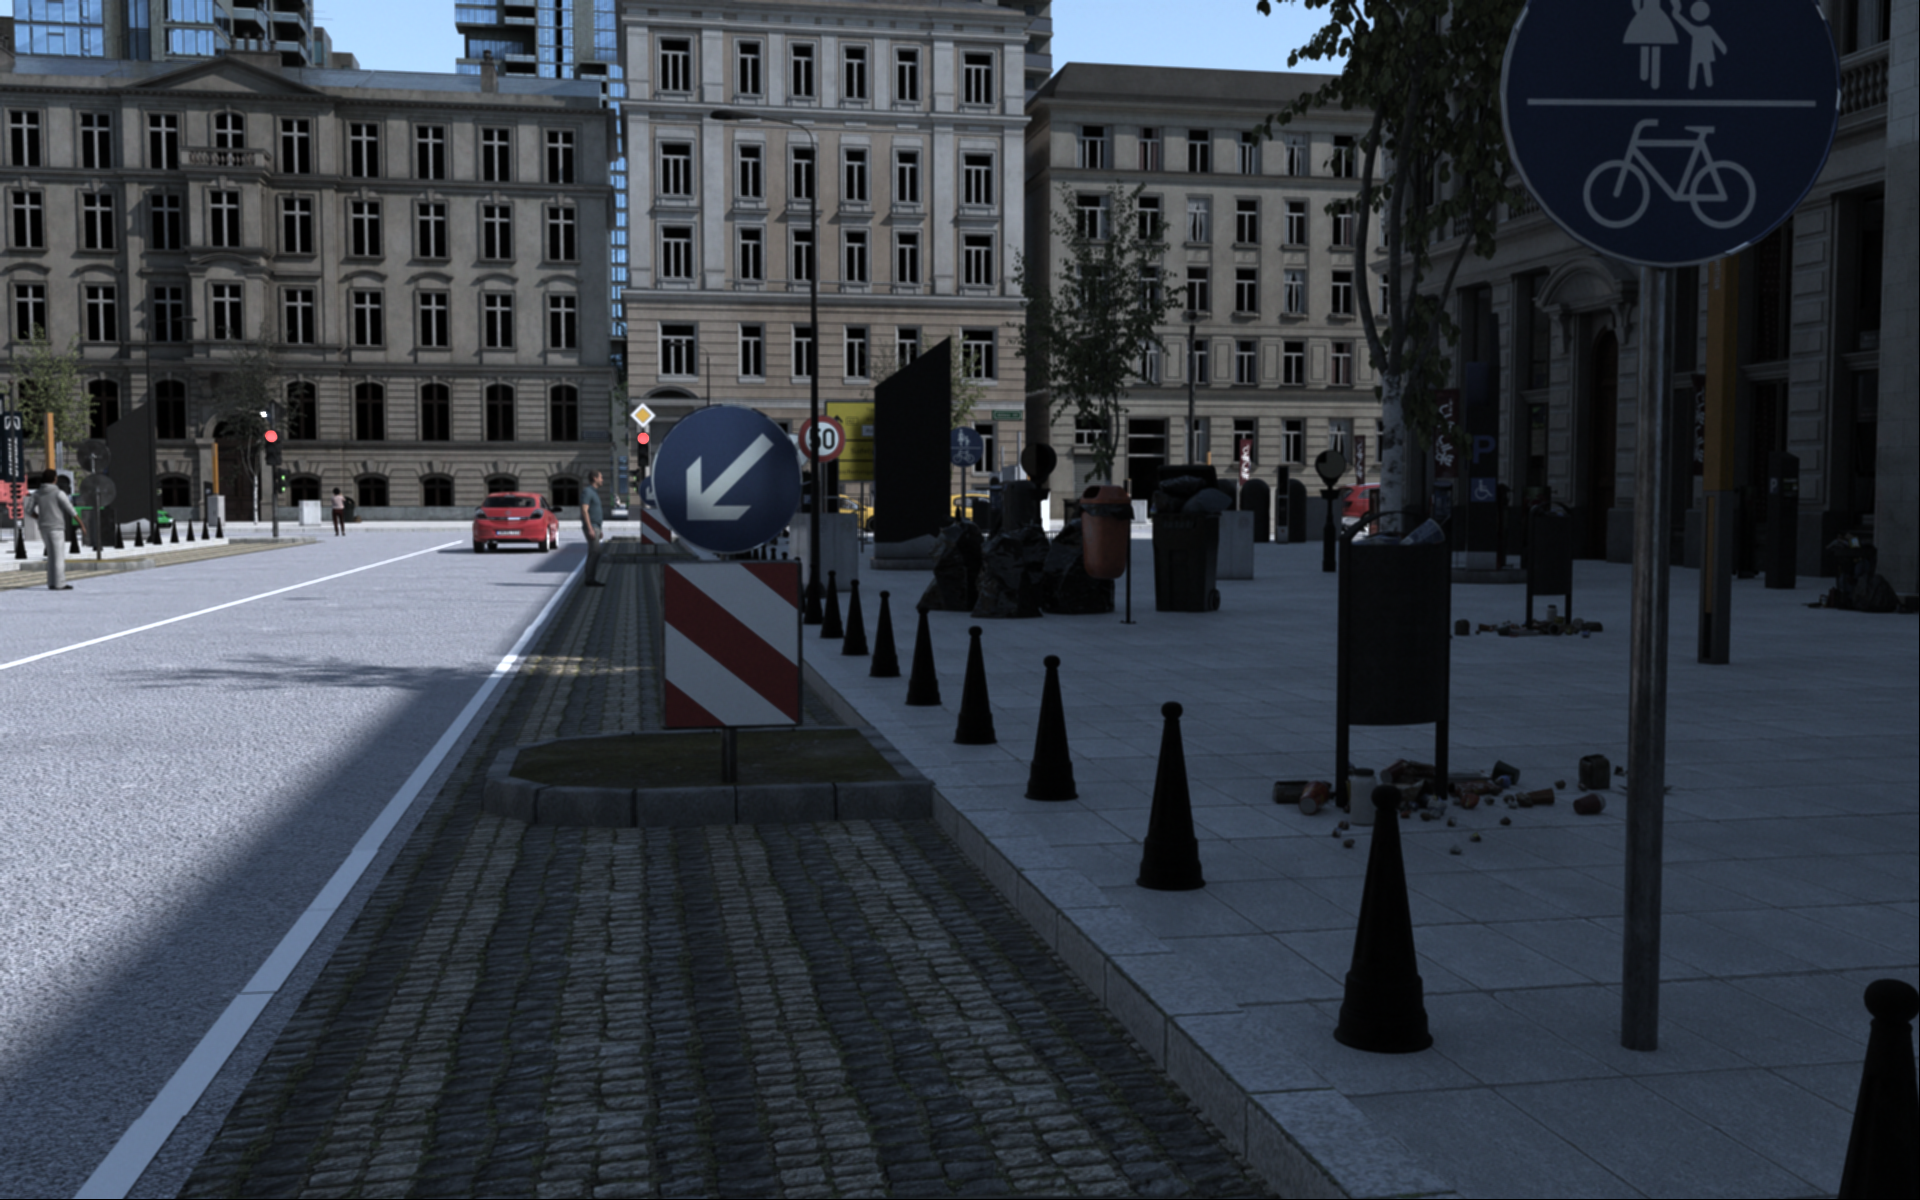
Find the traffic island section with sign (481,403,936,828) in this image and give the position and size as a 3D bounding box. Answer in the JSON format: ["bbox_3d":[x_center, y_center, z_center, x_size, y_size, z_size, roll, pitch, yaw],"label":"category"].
[{"bbox_3d":[-1.261,0.016,8.361,1.989,1.847,2.006,-1,4,-11],"label":"traffic island section with sign"}]

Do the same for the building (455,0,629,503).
[{"bbox_3d":[-58.321,-57.019,244.924,31.000,86.520,22.319,-1,4,-11],"label":"building"}]

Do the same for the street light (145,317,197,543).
[{"bbox_3d":[-20.664,-4.456,45.392,1.470,5.913,1.316,-1,4,-11],"label":"street light"}]

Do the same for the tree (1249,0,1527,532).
[{"bbox_3d":[2.977,-3.698,10.828,4.737,8.622,4.395,0,3,0],"label":"tree"}]

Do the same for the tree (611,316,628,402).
[{"bbox_3d":[-32.897,-19.775,179.213,12.611,20.169,13.585,0,3,0],"label":"tree"}]

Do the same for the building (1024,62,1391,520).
[{"bbox_3d":[17.105,-16.070,96.029,30.059,22.955,16.112,-1,4,-11],"label":"building"}]

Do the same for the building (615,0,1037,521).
[{"bbox_3d":[-7.375,-18.558,89.329,20.117,28.700,13.634,-1,4,-11],"label":"building"}]

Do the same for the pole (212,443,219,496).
[{"bbox_3d":[-29.898,-4.631,69.564,0.158,3.312,0.155,0,3,0],"label":"pole"}]

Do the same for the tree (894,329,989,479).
[{"bbox_3d":[-0.736,-7.722,76.611,4.737,8.622,4.395,0,3,0],"label":"tree"}]

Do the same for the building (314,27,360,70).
[{"bbox_3d":[-76.017,-34.057,176.447,30.456,49.044,23.786,-1,4,-11],"label":"building"}]

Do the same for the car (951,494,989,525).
[{"bbox_3d":[0.880,-3.244,63.268,3.980,1.641,2.015,-1,4,-11],"label":"car"}]

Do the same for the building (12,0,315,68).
[{"bbox_3d":[-66.078,-50.920,145.212,22.319,86.520,31.000,-1,4,-11],"label":"building"}]

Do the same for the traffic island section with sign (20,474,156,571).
[{"bbox_3d":[-16.547,-1.492,33.026,1.989,1.847,2.006,-1,4,-11],"label":"traffic island section with sign"}]

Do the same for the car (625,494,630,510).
[{"bbox_3d":[-28.210,-8.699,151.022,1.959,1.807,4.718,-1,4,-10],"label":"car"}]

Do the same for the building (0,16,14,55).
[{"bbox_3d":[-101.804,-33.582,172.766,21.600,48.544,21.300,-1,4,-11],"label":"building"}]

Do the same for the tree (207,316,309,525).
[{"bbox_3d":[-29.405,-7.454,72.241,4.360,8.622,3.978,0,3,0],"label":"tree"}]

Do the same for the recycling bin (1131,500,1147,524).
[{"bbox_3d":[7.731,-3.833,75.230,0.722,1.027,0.722,0,4,1],"label":"recycling bin"}]

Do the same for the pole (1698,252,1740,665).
[{"bbox_3d":[5.706,-1.173,13.017,0.158,3.312,0.155,0,3,0],"label":"pole"}]

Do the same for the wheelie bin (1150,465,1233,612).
[{"bbox_3d":[2.501,-0.678,18.988,0.980,1.594,0.693,2,4,24],"label":"wheelie bin"}]

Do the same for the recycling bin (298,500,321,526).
[{"bbox_3d":[-26.047,-3.475,69.377,0.722,1.027,0.722,-2,4,-32],"label":"recycling bin"}]

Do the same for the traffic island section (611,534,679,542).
[{"bbox_3d":[-9.695,-1.898,53.312,2.009,0.180,2.903,-1,4,-11],"label":"traffic island section"}]

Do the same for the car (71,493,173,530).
[{"bbox_3d":[-30.838,-3.266,62.200,4.718,1.807,1.959,-1,4,-11],"label":"car"}]

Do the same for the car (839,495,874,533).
[{"bbox_3d":[-4.489,-3.347,64.955,3.980,1.641,2.015,-1,4,-12],"label":"car"}]

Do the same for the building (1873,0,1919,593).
[{"bbox_3d":[18.784,-9.809,15.129,10.420,20.320,16.860,-1,4,-11],"label":"building"}]

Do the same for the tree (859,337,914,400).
[{"bbox_3d":[-2.890,-7.987,80.953,4.360,8.622,3.978,0,3,0],"label":"tree"}]

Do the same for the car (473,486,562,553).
[{"bbox_3d":[-11.162,-2.117,43.660,2.155,1.783,4.494,-1,4,-9],"label":"car"}]

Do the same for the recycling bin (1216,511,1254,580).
[{"bbox_3d":[4.002,-0.834,26.192,0.722,1.027,0.722,0,4,-7],"label":"recycling bin"}]

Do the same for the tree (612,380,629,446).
[{"bbox_3d":[-23.902,-13.132,140.462,9.928,11.665,9.643,0,3,0],"label":"tree"}]

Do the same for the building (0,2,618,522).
[{"bbox_3d":[-34.417,-16.258,84.899,34.723,24.649,14.460,-1,4,-11],"label":"building"}]

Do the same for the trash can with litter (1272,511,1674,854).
[{"bbox_3d":[2.193,0.236,7.202,2.233,1.210,1.678,-1,4,-23],"label":"trash can with litter"}]

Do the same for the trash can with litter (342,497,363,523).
[{"bbox_3d":[-27.237,-4.038,77.404,0.624,1.170,1.055,1,4,18],"label":"trash can with litter"}]

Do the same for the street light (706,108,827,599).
[{"bbox_3d":[-2.320,-2.972,21.140,1.470,5.913,1.316,-1,4,-11],"label":"street light"}]

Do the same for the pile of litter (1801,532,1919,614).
[{"bbox_3d":[10.144,-0.325,19.274,1.176,0.858,1.719,0,4,3],"label":"pile of litter"}]

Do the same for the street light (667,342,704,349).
[{"bbox_3d":[-8.263,-4.933,53.202,1.470,5.913,1.316,-1,4,-11],"label":"street light"}]

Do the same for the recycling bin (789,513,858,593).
[{"bbox_3d":[-1.802,-0.631,22.873,0.722,1.027,0.722,-2,4,-28],"label":"recycling bin"}]

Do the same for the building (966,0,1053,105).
[{"bbox_3d":[-2.906,-37.637,157.371,21.231,58.520,28.212,-1,4,-11],"label":"building"}]

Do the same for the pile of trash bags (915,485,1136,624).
[{"bbox_3d":[0.904,-0.528,18.391,1.912,1.369,3.447,-2,4,-23],"label":"pile of trash bags"}]

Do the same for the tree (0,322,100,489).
[{"bbox_3d":[-38.698,-7.555,73.886,4.737,8.622,4.395,0,3,0],"label":"tree"}]

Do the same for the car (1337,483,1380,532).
[{"bbox_3d":[15.526,-3.212,61.184,5.304,1.827,2.281,-1,4,-12],"label":"car"}]

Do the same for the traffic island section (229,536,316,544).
[{"bbox_3d":[-20.303,-1.777,51.334,2.009,0.180,2.903,-1,4,-11],"label":"traffic island section"}]

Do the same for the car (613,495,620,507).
[{"bbox_3d":[-38.813,-11.026,192.631,2.083,1.381,4.827,-1,4,-12],"label":"car"}]

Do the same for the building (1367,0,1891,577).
[{"bbox_3d":[16.704,-12.505,33.329,11.050,23.489,19.941,-1,4,-11],"label":"building"}]
